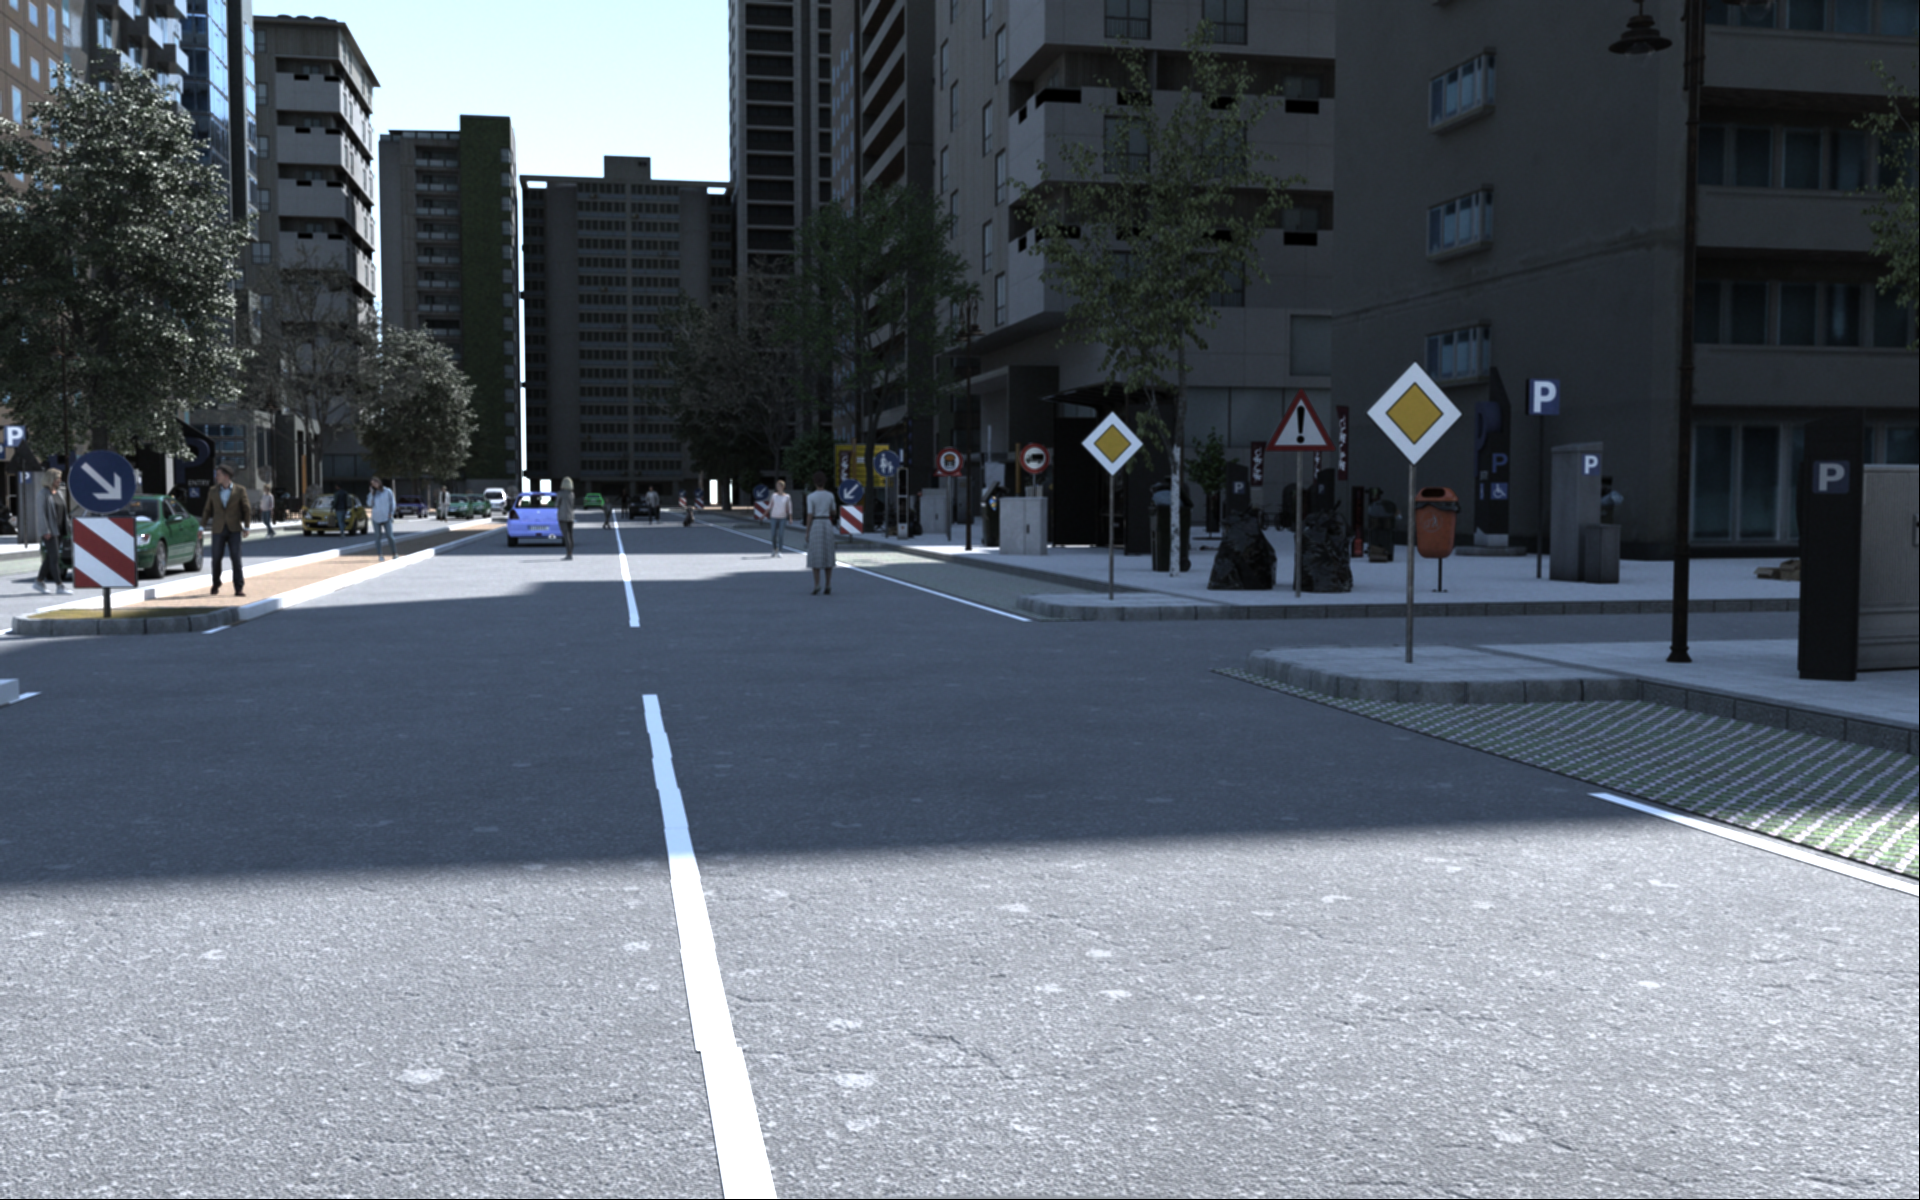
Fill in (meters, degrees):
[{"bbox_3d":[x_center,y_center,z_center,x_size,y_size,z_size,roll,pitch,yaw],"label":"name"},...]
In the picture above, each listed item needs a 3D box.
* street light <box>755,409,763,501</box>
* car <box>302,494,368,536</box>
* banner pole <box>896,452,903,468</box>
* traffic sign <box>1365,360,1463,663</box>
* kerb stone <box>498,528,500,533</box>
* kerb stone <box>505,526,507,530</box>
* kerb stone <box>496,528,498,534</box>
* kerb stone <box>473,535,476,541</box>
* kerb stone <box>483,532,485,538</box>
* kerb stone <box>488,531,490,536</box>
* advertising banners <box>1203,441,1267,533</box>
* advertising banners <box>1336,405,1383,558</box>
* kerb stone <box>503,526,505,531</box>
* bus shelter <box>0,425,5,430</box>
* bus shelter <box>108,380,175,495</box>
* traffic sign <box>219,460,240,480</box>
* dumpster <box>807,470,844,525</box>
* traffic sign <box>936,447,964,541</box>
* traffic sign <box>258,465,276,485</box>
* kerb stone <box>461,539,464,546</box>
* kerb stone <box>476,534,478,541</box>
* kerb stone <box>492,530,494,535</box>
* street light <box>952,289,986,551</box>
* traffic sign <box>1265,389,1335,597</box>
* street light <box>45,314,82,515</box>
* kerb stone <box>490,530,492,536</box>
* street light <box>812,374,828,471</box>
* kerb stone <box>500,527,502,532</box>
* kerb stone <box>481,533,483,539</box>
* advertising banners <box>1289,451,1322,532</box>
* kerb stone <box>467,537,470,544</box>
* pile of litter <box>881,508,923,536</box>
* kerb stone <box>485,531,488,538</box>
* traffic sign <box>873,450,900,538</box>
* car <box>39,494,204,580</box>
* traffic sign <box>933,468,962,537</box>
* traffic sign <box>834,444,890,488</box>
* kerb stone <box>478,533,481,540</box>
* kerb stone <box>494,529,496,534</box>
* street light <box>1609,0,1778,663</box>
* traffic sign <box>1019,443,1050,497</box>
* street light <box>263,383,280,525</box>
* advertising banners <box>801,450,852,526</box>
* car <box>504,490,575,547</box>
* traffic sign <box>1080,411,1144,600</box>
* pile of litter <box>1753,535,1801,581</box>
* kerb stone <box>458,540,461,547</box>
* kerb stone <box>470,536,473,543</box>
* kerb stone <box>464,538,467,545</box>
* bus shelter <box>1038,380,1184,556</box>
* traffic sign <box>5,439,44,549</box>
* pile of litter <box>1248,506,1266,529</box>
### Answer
[{"bbox_3d":[-10.980,-7.452,94.620,0.468,5.910,1.993,-1,4,-11],"label":"street light"},{"bbox_3d":[-21.761,-3.065,60.342,2.015,1.641,3.980,-1,4,-11],"label":"car"},{"bbox_3d":[-2.887,-6.087,89.543,0.863,3.779,0.401,0,4,-6],"label":"banner pole"},{"bbox_3d":[3.412,-0.579,13.105,0.795,2.450,0.064,-1,4,-11],"label":"traffic sign"},{"bbox_3d":[-16.742,-2.452,62.324,0.120,0.150,1.000,-1,4,-11],"label":"kerb stone"},{"bbox_3d":[-17.551,-2.700,66.338,0.120,0.150,1.000,-1,4,-11],"label":"kerb stone"},{"bbox_3d":[-16.548,-2.393,61.320,0.120,0.150,1.000,-1,4,-11],"label":"kerb stone"},{"bbox_3d":[-14.510,-1.776,51.243,0.120,0.150,1.000,-1,4,-11],"label":"kerb stone"},{"bbox_3d":[-15.325,-2.019,55.261,0.120,0.150,1.000,-1,4,-11],"label":"kerb stone"},{"bbox_3d":[-15.724,-2.146,57.289,0.120,0.150,1.000,-1,4,-11],"label":"kerb stone"},{"bbox_3d":[9.161,-3.760,57.665,2.074,3.025,0.090,0,4,1],"label":"advertising banners"},{"bbox_3d":[8.060,-2.373,34.994,0.090,3.025,2.074,3,5,39],"label":"advertising banners"},{"bbox_3d":[-17.353,-2.639,65.335,0.120,0.150,1.000,-1,4,-11],"label":"kerb stone"},{"bbox_3d":[-22.624,-2.657,37.371,2.014,3.302,5.546,-1,4,-11],"label":"bus shelter"},{"bbox_3d":[-29.196,-5.181,62.335,2.179,5.291,8.768,-1,4,-11],"label":"bus shelter"},{"bbox_3d":[-27.106,-3.922,64.228,0.768,2.556,0.104,-1,4,-10],"label":"traffic sign"},{"bbox_3d":[-5.500,-4.230,71.651,1.502,2.255,1.985,-1,4,-12],"label":"dumpster"},{"bbox_3d":[-0.289,-2.885,47.272,0.768,2.556,0.104,-1,4,-11],"label":"traffic sign"},{"bbox_3d":[-30.509,-4.660,76.293,0.768,2.556,0.104,0,4,-6],"label":"traffic sign"},{"bbox_3d":[-13.688,-1.530,47.215,0.120,0.150,1.000,-1,4,-11],"label":"kerb stone"},{"bbox_3d":[-14.719,-1.837,52.249,0.120,0.150,1.000,-1,4,-11],"label":"kerb stone"},{"bbox_3d":[-16.139,-2.269,59.296,0.120,0.150,1.000,-1,4,-11],"label":"kerb stone"},{"bbox_3d":[0.195,-4.060,39.172,0.468,5.910,1.993,-1,4,-11],"label":"street light"},{"bbox_3d":[4.196,-1.311,21.432,0.884,2.594,0.081,0,4,-6],"label":"traffic sign"},{"bbox_3d":[-23.097,-4.401,44.739,0.468,5.910,1.993,-1,4,-11],"label":"street light"},{"bbox_3d":[-15.930,-2.208,58.293,0.120,0.150,1.000,-1,4,-11],"label":"kerb stone"},{"bbox_3d":[-5.424,-5.769,67.110,0.468,5.910,1.993,-1,4,-11],"label":"street light"},{"bbox_3d":[-16.948,-2.516,63.325,0.120,0.150,1.000,-1,4,-11],"label":"kerb stone"},{"bbox_3d":[-15.114,-1.961,54.260,0.120,0.150,1.000,-1,4,-11],"label":"kerb stone"},{"bbox_3d":[11.463,-3.744,57.398,0.090,3.025,2.074,-1,4,-17],"label":"advertising banners"},{"bbox_3d":[-14.099,-1.653,49.233,0.120,0.150,1.000,-1,4,-11],"label":"kerb stone"},{"bbox_3d":[-1.833,-2.432,53.730,1.176,0.858,1.719,3,5,43],"label":"pile of litter"},{"bbox_3d":[-15.526,-2.084,56.269,0.120,0.150,1.000,-1,4,-11],"label":"kerb stone"},{"bbox_3d":[-2.137,-3.082,50.502,0.768,2.556,0.104,0,4,-2],"label":"traffic sign"},{"bbox_3d":[-14.690,-1.147,30.550,2.131,1.459,4.920,-1,4,-12],"label":"car"},{"bbox_3d":[-0.375,-3.163,51.723,0.884,2.594,0.081,0,4,-4],"label":"traffic sign"},{"bbox_3d":[-3.959,-4.663,70.118,2.265,3.308,0.079,-1,4,-10],"label":"traffic sign"},{"bbox_3d":[-14.912,-1.900,53.257,0.120,0.150,1.000,-1,4,-11],"label":"kerb stone"},{"bbox_3d":[-16.336,-2.329,60.309,0.120,0.150,1.000,-1,4,-11],"label":"kerb stone"},{"bbox_3d":[5.504,-2.464,13.078,0.468,5.910,1.993,-1,4,-11],"label":"street light"},{"bbox_3d":[1.851,-2.625,43.023,0.768,2.556,0.104,0,4,-5],"label":"traffic sign"},{"bbox_3d":[-28.672,-6.083,72.245,0.468,5.910,1.993,-1,4,-11],"label":"street light"},{"bbox_3d":[-5.333,-4.468,69.235,2.074,3.025,0.090,0,4,4],"label":"advertising banners"},{"bbox_3d":[-11.740,-2.370,48.335,1.945,1.707,3.694,-1,4,-13],"label":"car"},{"bbox_3d":[1.830,-1.057,20.932,0.795,2.450,0.064,-1,4,-11],"label":"traffic sign"},{"bbox_3d":[12.574,-0.739,26.041,1.176,0.858,1.719,2,4,33],"label":"pile of litter"},{"bbox_3d":[-13.495,-1.468,46.208,0.120,0.150,1.000,-1,4,-11],"label":"kerb stone"},{"bbox_3d":[-14.300,-1.715,50.235,0.120,0.150,1.000,-1,4,-11],"label":"kerb stone"},{"bbox_3d":[-13.894,-1.588,48.217,0.120,0.150,1.000,-1,4,-11],"label":"kerb stone"},{"bbox_3d":[3.331,-2.922,39.051,1.731,3.624,6.357,-1,4,-11],"label":"bus shelter"},{"bbox_3d":[-22.015,-2.492,40.754,0.884,2.594,0.081,0,4,-3],"label":"traffic sign"},{"bbox_3d":[10.675,-3.056,63.924,1.176,0.858,1.719,-1,4,-20],"label":"pile of litter"}]
